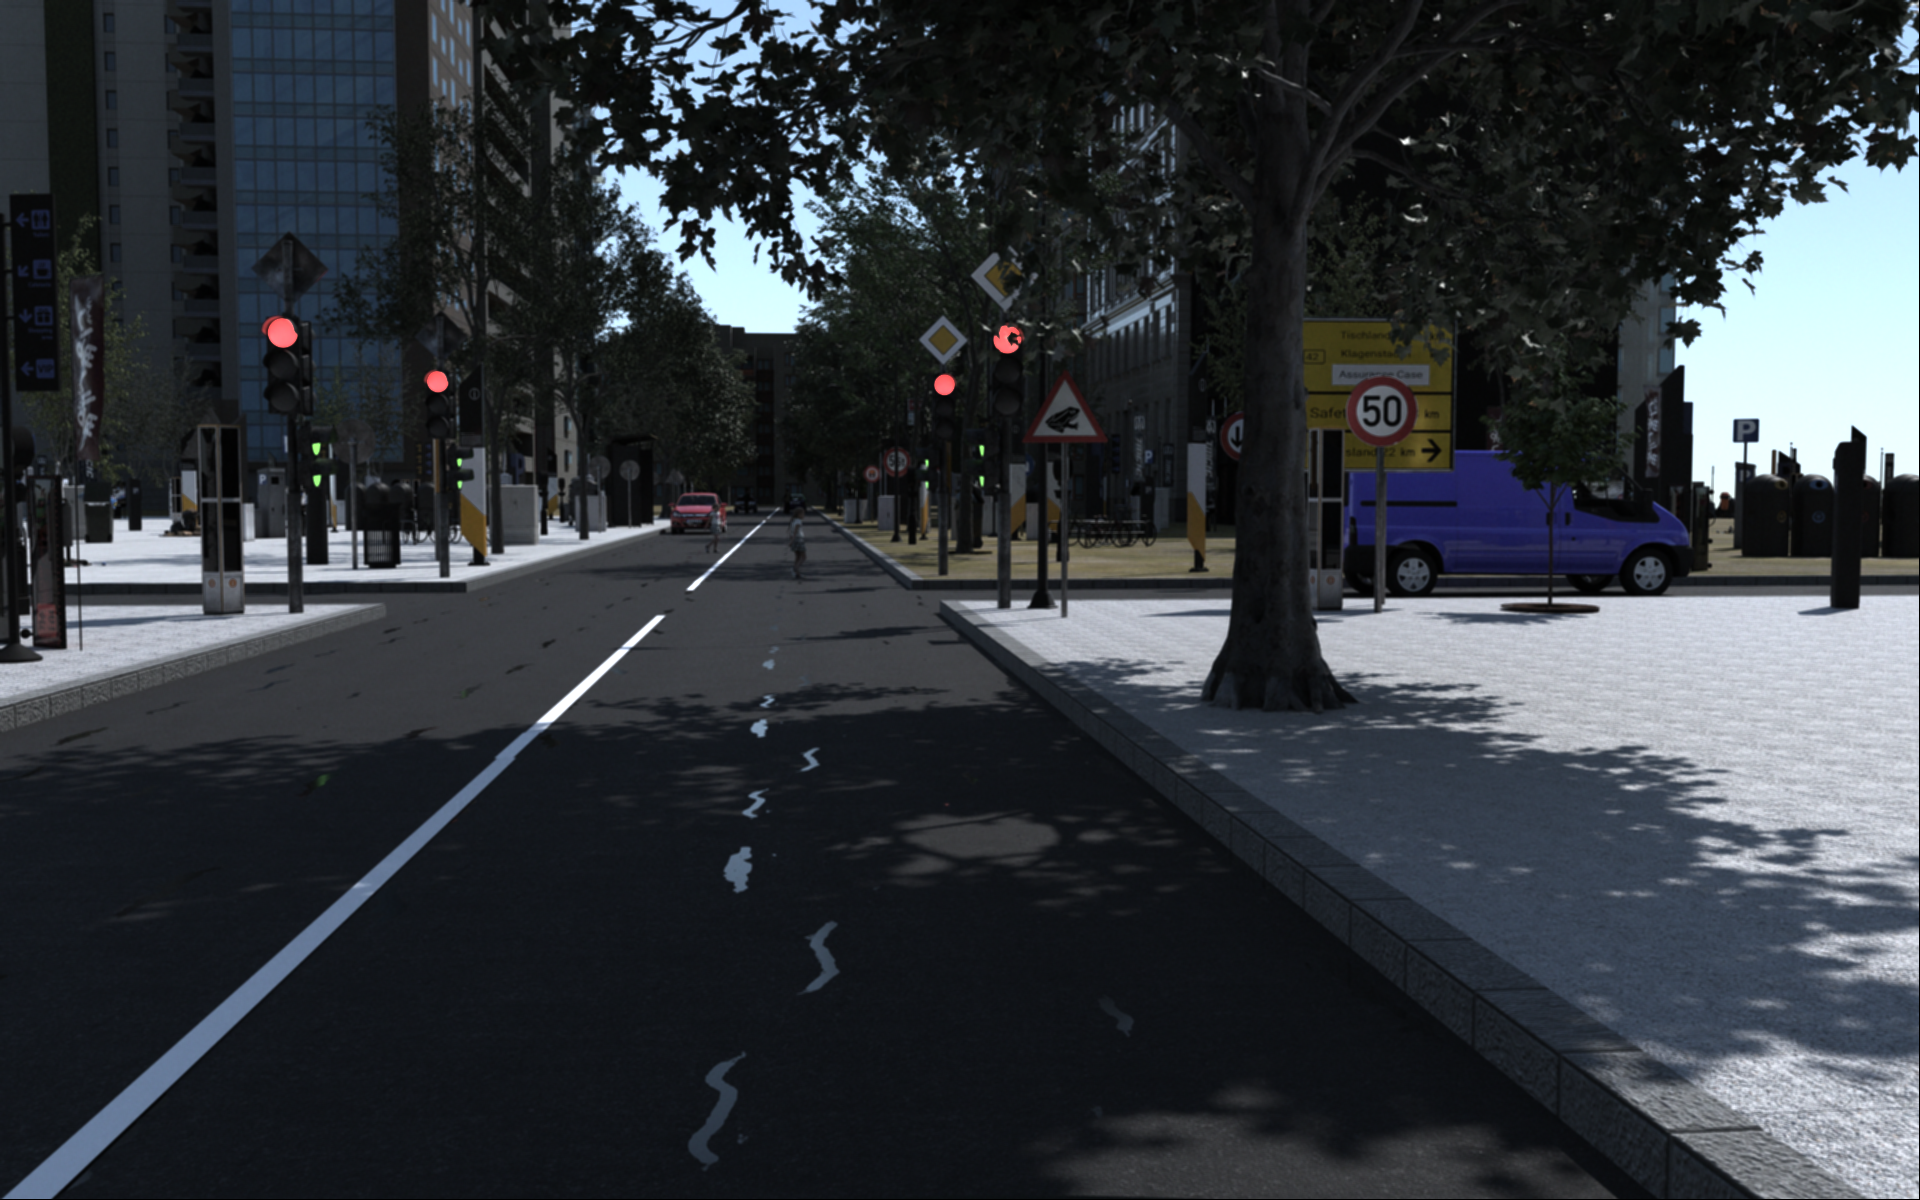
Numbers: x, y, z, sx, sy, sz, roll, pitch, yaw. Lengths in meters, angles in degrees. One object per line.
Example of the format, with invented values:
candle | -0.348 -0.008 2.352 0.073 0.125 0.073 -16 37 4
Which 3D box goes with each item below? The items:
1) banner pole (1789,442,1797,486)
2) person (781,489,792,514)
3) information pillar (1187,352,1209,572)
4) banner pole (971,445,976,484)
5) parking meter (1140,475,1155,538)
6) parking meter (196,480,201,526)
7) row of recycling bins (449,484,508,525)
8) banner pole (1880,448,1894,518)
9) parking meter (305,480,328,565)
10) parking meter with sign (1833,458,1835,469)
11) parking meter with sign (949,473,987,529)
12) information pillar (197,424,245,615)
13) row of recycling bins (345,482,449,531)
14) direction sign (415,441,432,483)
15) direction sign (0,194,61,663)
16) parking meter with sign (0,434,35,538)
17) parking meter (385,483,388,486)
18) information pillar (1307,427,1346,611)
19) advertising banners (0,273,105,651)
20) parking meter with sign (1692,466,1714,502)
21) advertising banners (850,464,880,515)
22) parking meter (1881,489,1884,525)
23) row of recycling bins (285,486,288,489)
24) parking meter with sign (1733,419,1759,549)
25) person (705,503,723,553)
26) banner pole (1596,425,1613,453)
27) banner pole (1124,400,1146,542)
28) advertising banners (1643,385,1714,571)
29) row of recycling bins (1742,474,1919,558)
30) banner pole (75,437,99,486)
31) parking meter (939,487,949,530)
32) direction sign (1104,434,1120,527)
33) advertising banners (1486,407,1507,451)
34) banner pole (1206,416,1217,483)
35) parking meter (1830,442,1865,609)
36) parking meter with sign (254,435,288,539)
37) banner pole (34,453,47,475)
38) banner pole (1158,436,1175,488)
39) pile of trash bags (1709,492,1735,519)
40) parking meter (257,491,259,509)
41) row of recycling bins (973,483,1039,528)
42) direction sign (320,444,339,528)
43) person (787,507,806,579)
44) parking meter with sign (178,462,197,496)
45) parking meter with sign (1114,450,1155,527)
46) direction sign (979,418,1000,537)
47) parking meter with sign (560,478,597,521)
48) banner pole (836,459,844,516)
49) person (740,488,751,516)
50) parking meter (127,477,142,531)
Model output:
banner pole | 40.053 -5.708 83.344 0.401 3.779 0.863 0 4 3
person | -12.432 -7.090 124.515 0.705 1.812 1.348 2 4 28
information pillar | 3.893 -2.266 28.403 0.183 3.616 0.504 3 4 37
banner pole | 0.516 -4.892 70.000 0.401 3.779 0.863 -1 4 -19
parking meter | 5.523 -2.773 51.042 0.399 1.863 0.255 -1 4 -13
parking meter | -31.050 -3.966 70.549 0.399 1.863 0.255 1 4 13
row of recycling bins | -19.916 -3.941 71.549 3.534 1.692 1.069 1 4 21
banner pole | 49.818 -6.312 93.218 0.401 3.779 0.863 -3 5 -41
parking meter | -11.725 -1.416 31.561 0.372 1.533 0.369 0 3 0
parking meter with sign | 42.798 -5.307 83.025 0.543 3.016 1.738 -2 4 -33
parking meter with sign | 0.148 -4.172 64.479 1.738 3.016 0.543 0 4 -1
information pillar | -7.857 -0.852 18.427 0.304 2.012 0.304 2 4 26
row of recycling bins | -20.007 -3.296 61.010 3.534 1.692 1.069 1 4 9
direction sign | -23.144 -5.063 74.780 0.379 3.537 0.876 2 4 30
direction sign | -7.262 -1.297 13.200 0.876 3.537 0.379 0 4 6
parking meter with sign | -27.889 -3.335 50.795 1.738 3.016 0.543 2 4 28
parking meter | -30.881 -5.332 92.881 0.399 1.863 0.255 1 4 10
information pillar | 4.031 -0.893 19.099 0.304 2.012 0.304 -1 4 -14
advertising banners | -7.620 -1.113 14.383 2.074 3.025 0.090 2 4 35
parking meter with sign | 45.346 -6.739 106.447 1.738 3.016 0.543 1 4 23
advertising banners | -5.311 -6.182 97.265 2.074 3.025 0.090 -2 4 -25
parking meter | 38.936 -3.939 72.808 0.372 1.533 0.369 0 3 0
row of recycling bins | -33.480 -5.042 89.555 3.534 1.692 1.069 -2 4 -30
parking meter with sign | 18.577 -2.730 40.897 0.543 3.016 1.738 2 4 27
person | -6.001 -1.763 42.342 0.382 1.210 0.505 2 4 23
banner pole | 21.461 -4.143 57.753 0.863 3.779 0.401 1 4 17
banner pole | 4.673 -3.437 46.204 0.401 3.779 0.863 -3 4 -37
advertising banners | 11.770 -1.972 28.422 2.074 3.025 0.090 -3 4 -36
row of recycling bins | 17.991 -1.744 35.628 3.534 1.692 1.069 1 4 9
banner pole | -28.390 -4.069 56.538 0.863 3.779 0.401 0 4 3
parking meter | -0.565 -3.259 61.692 0.372 1.533 0.369 0 3 0
direction sign | 5.628 -4.492 65.444 0.876 3.537 0.379 -1 4 -16
advertising banners | 10.071 -2.351 34.634 2.074 3.025 0.090 -1 4 -17
banner pole | 6.881 -3.599 48.861 0.863 3.779 0.401 2 4 34
parking meter | 10.008 -0.846 19.538 0.255 1.863 0.399 1 4 19
parking meter with sign | -20.051 -3.310 50.380 0.543 3.016 1.738 1 4 23
banner pole | -52.200 -6.618 98.225 0.863 3.779 0.401 -1 4 -17
banner pole | 8.857 -5.200 75.034 0.863 3.779 0.401 0 4 3
pile of trash bags | 40.429 -5.035 92.079 1.912 1.369 3.447 1 4 14
parking meter | -34.550 -4.725 85.664 0.372 1.533 0.369 0 3 0
row of recycling bins | 1.779 -3.610 66.136 3.534 1.692 1.069 0 4 -8
direction sign | -24.118 -4.538 66.188 0.379 3.537 0.876 2 4 32
person | -2.826 -0.977 29.490 0.382 1.210 0.505 -2 4 -29
parking meter with sign | -42.286 -6.093 95.879 1.738 3.016 0.543 -1 4 -19
parking meter with sign | 6.804 -4.370 67.705 1.738 3.016 0.543 -3 5 -39
direction sign | 1.015 -3.656 51.766 0.876 3.537 0.379 0 4 0
parking meter with sign | -17.901 -5.208 81.405 1.738 3.016 0.543 -2 4 -30
banner pole | -6.862 -6.718 99.862 0.401 3.779 0.863 3 4 38
person | -14.289 -6.579 115.698 0.705 1.869 1.348 -3 4 -36
parking meter | -28.959 -3.369 60.795 0.255 1.863 0.399 3 5 42
